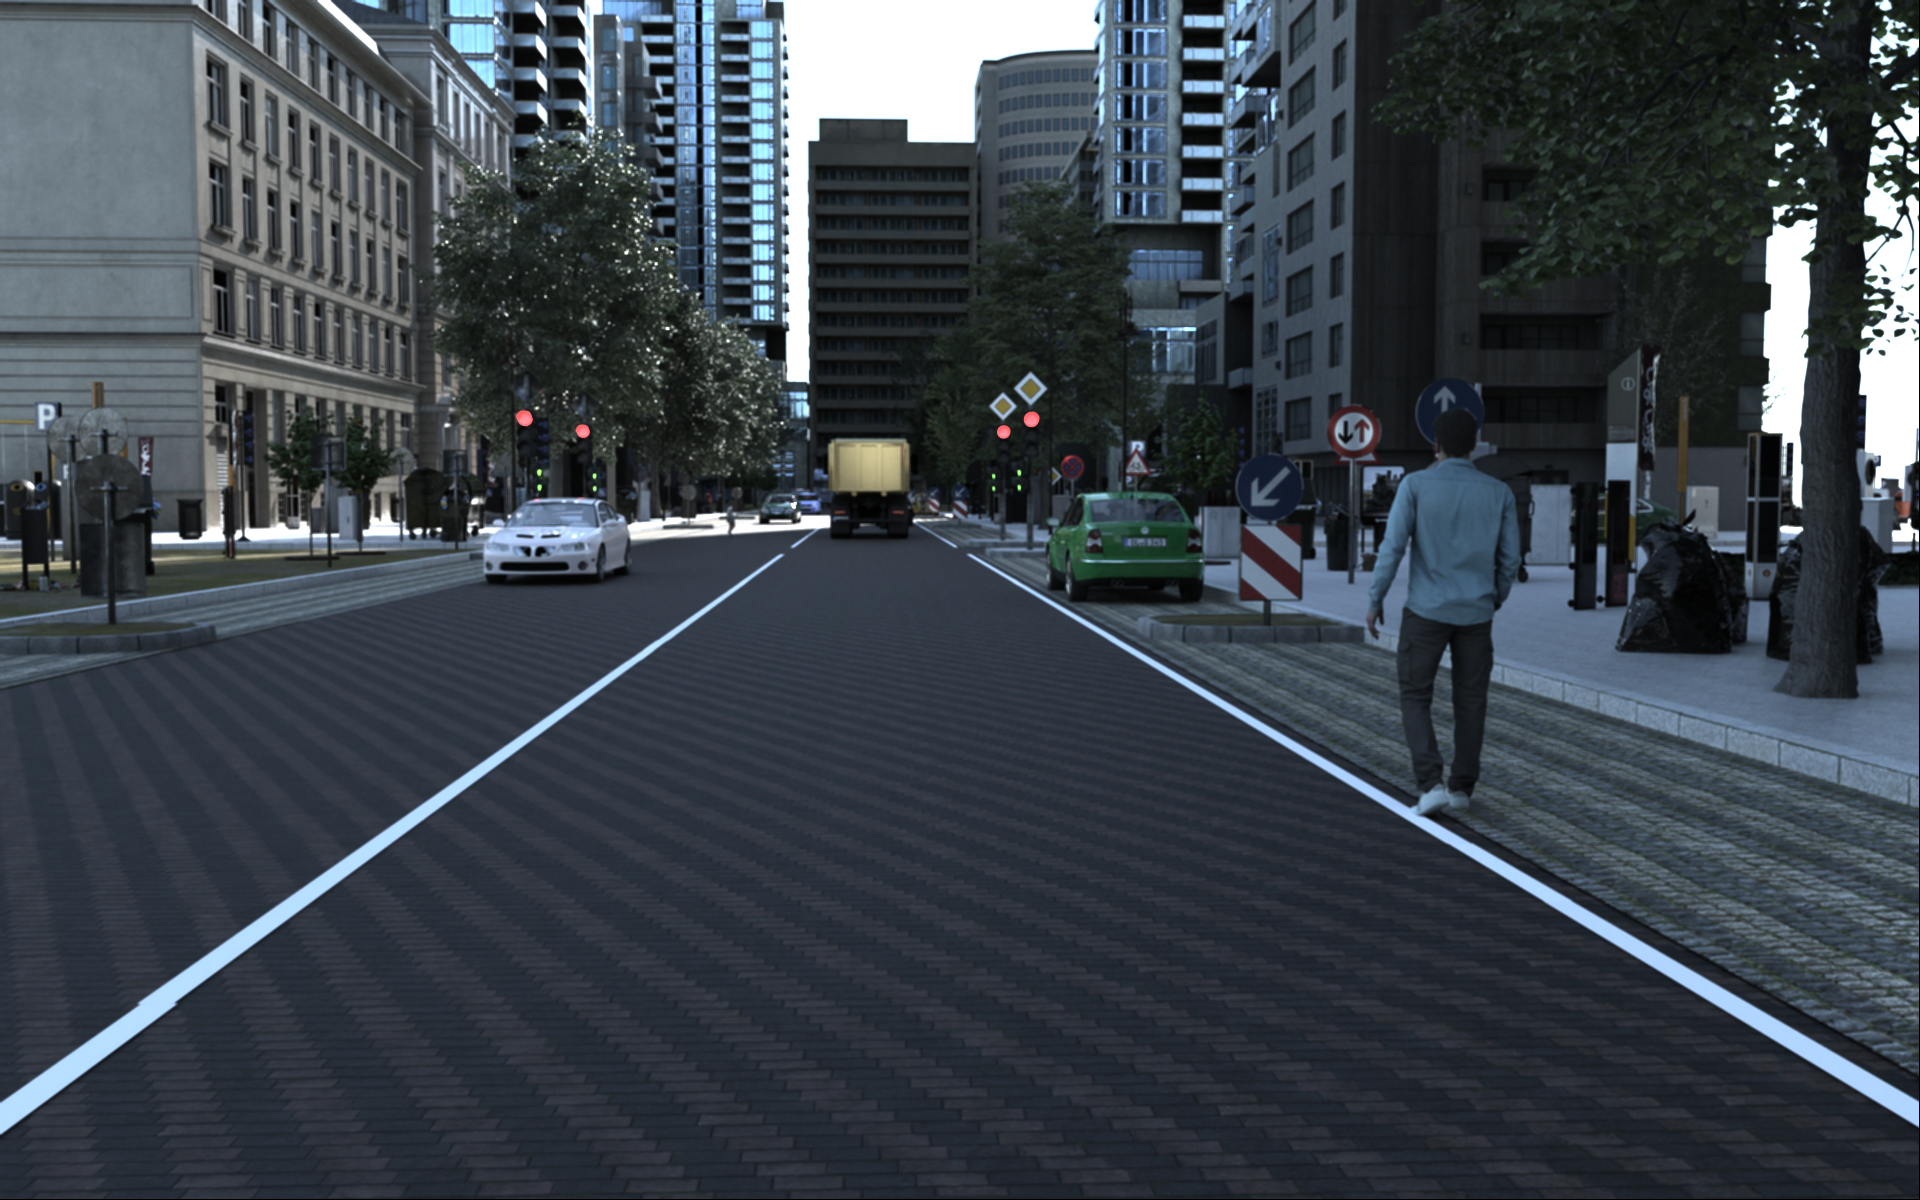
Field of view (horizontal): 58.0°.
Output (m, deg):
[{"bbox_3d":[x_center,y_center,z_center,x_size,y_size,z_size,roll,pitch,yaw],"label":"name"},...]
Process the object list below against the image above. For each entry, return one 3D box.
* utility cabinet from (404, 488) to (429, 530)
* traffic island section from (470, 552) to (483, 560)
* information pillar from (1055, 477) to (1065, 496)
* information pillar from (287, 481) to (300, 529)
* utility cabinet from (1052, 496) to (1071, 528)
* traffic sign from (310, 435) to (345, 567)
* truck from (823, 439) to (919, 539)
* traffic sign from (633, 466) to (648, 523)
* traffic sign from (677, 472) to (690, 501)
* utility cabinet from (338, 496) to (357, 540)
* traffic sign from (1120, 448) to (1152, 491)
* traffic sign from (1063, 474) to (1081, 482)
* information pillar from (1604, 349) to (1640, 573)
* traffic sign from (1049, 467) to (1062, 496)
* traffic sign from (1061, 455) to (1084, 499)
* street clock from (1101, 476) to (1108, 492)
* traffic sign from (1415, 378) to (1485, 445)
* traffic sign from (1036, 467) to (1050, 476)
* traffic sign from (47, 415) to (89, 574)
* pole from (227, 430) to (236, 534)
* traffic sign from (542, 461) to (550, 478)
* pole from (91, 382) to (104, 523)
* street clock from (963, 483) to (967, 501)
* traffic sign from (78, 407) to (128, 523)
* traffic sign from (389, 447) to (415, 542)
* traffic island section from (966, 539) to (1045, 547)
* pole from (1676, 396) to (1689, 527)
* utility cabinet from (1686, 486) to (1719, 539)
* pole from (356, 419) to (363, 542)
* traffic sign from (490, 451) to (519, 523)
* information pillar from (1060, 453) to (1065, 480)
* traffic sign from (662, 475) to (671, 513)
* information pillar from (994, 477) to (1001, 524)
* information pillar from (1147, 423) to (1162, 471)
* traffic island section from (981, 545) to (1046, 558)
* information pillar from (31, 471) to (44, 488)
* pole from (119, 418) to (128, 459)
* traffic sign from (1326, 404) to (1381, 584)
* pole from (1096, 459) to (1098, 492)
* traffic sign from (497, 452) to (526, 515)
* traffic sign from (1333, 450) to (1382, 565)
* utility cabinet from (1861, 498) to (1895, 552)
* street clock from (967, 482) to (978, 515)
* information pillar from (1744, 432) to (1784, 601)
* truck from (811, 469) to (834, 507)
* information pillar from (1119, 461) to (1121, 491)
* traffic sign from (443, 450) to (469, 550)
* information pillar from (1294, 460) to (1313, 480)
[{"bbox_3d":[-19.139,-3.202,61.029,0.318,1.500,1.173,1,4,11],"label":"utility cabinet"},{"bbox_3d":[-9.789,-1.040,39.287,2.009,0.180,2.903,0,4,-3],"label":"traffic island section"},{"bbox_3d":[5.197,-5.165,88.940,0.304,2.012,0.304,1,4,22],"label":"information pillar"},{"bbox_3d":[-24.214,-3.571,62.877,0.304,2.012,0.304,2,4,34],"label":"information pillar"},{"bbox_3d":[3.841,-3.380,66.419,1.020,1.237,0.306,0,4,5],"label":"utility cabinet"},{"bbox_3d":[-11.025,-1.719,30.240,0.606,2.300,0.079,0,4,1],"label":"traffic sign"},{"bbox_3d":[-3.077,-3.877,59.318,3.469,3.379,9.791,0,4,-3],"label":"truck"},{"bbox_3d":[-14.343,-4.730,77.439,0.768,2.556,0.104,0,4,1],"label":"traffic sign"},{"bbox_3d":[-15.534,-5.946,97.327,0.768,2.556,0.104,0,4,6],"label":"traffic sign"},{"bbox_3d":[-17.255,-2.315,49.008,0.306,1.237,1.020,-3,5,-42],"label":"utility cabinet"},{"bbox_3d":[4.961,-2.986,48.830,0.884,2.594,0.081,0,4,6],"label":"traffic sign"},{"bbox_3d":[4.611,-4.344,71.131,0.768,2.556,0.104,0,4,3],"label":"traffic sign"},{"bbox_3d":[10.795,-2.255,28.217,0.504,3.616,0.183,3,4,38],"label":"information pillar"},{"bbox_3d":[3.923,-4.416,73.389,0.795,2.450,0.064,0,4,2],"label":"traffic sign"},{"bbox_3d":[3.675,-3.455,56.592,0.768,2.556,0.104,0,4,5],"label":"traffic sign"},{"bbox_3d":[5.905,-4.054,70.855,0.358,2.002,0.471,0,4,-2],"label":"street clock"},{"bbox_3d":[5.385,-1.164,19.135,0.768,2.556,0.104,0,4,-3],"label":"traffic sign"},{"bbox_3d":[3.810,-4.760,77.939,0.768,2.556,0.104,0,4,5],"label":"traffic sign"},{"bbox_3d":[-14.271,-1.694,27.810,0.768,2.556,0.104,0,4,1],"label":"traffic sign"},{"bbox_3d":[-23.269,-3.760,55.323,0.158,3.312,0.155,0,3,0],"label":"pole"},{"bbox_3d":[-15.777,-4.088,66.950,0.768,2.556,0.104,0,4,6],"label":"traffic sign"},{"bbox_3d":[-15.734,-2.315,31.688,0.158,3.312,0.155,0,3,0],"label":"pole"},{"bbox_3d":[0.422,-6.443,109.920,0.471,2.002,0.358,-1,4,-12],"label":"street clock"},{"bbox_3d":[-12.562,-1.546,25.391,0.768,2.556,0.104,0,4,5],"label":"traffic sign"},{"bbox_3d":[-15.094,-2.852,46.736,0.768,2.556,0.104,0,4,3],"label":"traffic sign"},{"bbox_3d":[1.204,-1.565,47.872,2.009,0.180,2.903,0,4,-3],"label":"traffic island section"},{"bbox_3d":[15.068,-2.587,36.133,0.158,3.312,0.155,0,3,0],"label":"pole"},{"bbox_3d":[20.740,-2.436,48.504,1.173,1.500,0.318,-2,4,-31],"label":"utility cabinet"},{"bbox_3d":[-16.011,-3.197,46.117,0.158,3.312,0.155,0,3,0],"label":"pole"},{"bbox_3d":[-13.596,-3.163,51.721,0.884,2.594,0.081,0,4,0],"label":"traffic sign"},{"bbox_3d":[5.897,-6.626,99.685,0.183,3.616,0.504,2,4,34],"label":"information pillar"},{"bbox_3d":[-19.225,-7.001,114.465,0.884,2.594,0.081,0,4,-2],"label":"traffic sign"},{"bbox_3d":[1.643,-4.217,73.437,0.304,2.012,0.304,-3,5,-44],"label":"information pillar"},{"bbox_3d":[6.422,-4.021,57.098,0.504,3.616,0.183,0,4,-5],"label":"information pillar"},{"bbox_3d":[1.635,-1.078,39.898,2.009,0.180,2.903,0,4,-3],"label":"traffic island section"},{"bbox_3d":[-28.989,-3.057,54.474,0.304,2.012,0.304,-3,4,-37],"label":"information pillar"},{"bbox_3d":[-22.435,-3.219,46.467,0.158,3.312,0.155,0,3,0],"label":"pole"},{"bbox_3d":[5.602,-1.506,24.726,0.768,2.556,0.104,0,4,4],"label":"traffic sign"},{"bbox_3d":[7.954,-6.560,101.105,0.158,3.312,0.155,0,3,0],"label":"pole"},{"bbox_3d":[-13.813,-3.261,53.316,0.884,2.594,0.081,0,4,-2],"label":"traffic sign"},{"bbox_3d":[7.164,-1.913,31.285,0.884,2.594,0.081,0,4,1],"label":"traffic sign"},{"bbox_3d":[15.126,-1.090,28.982,0.306,1.237,1.020,-1,4,-11],"label":"utility cabinet"},{"bbox_3d":[0.861,-6.326,108.002,0.471,2.002,0.358,-3,4,-36],"label":"street clock"},{"bbox_3d":[9.661,-0.999,20.823,0.304,2.012,0.304,0,4,4],"label":"information pillar"},{"bbox_3d":[-14.709,-12.189,189.045,2.967,4.110,18.799,0,4,-5],"label":"truck"},{"bbox_3d":[11.331,-8.049,122.961,0.183,3.616,0.504,0,4,-2],"label":"information pillar"},{"bbox_3d":[-11.637,-2.315,39.987,0.606,2.300,0.079,0,4,6],"label":"traffic sign"},{"bbox_3d":[7.409,-2.015,37.430,0.304,2.012,0.304,-1,4,-19],"label":"information pillar"}]
